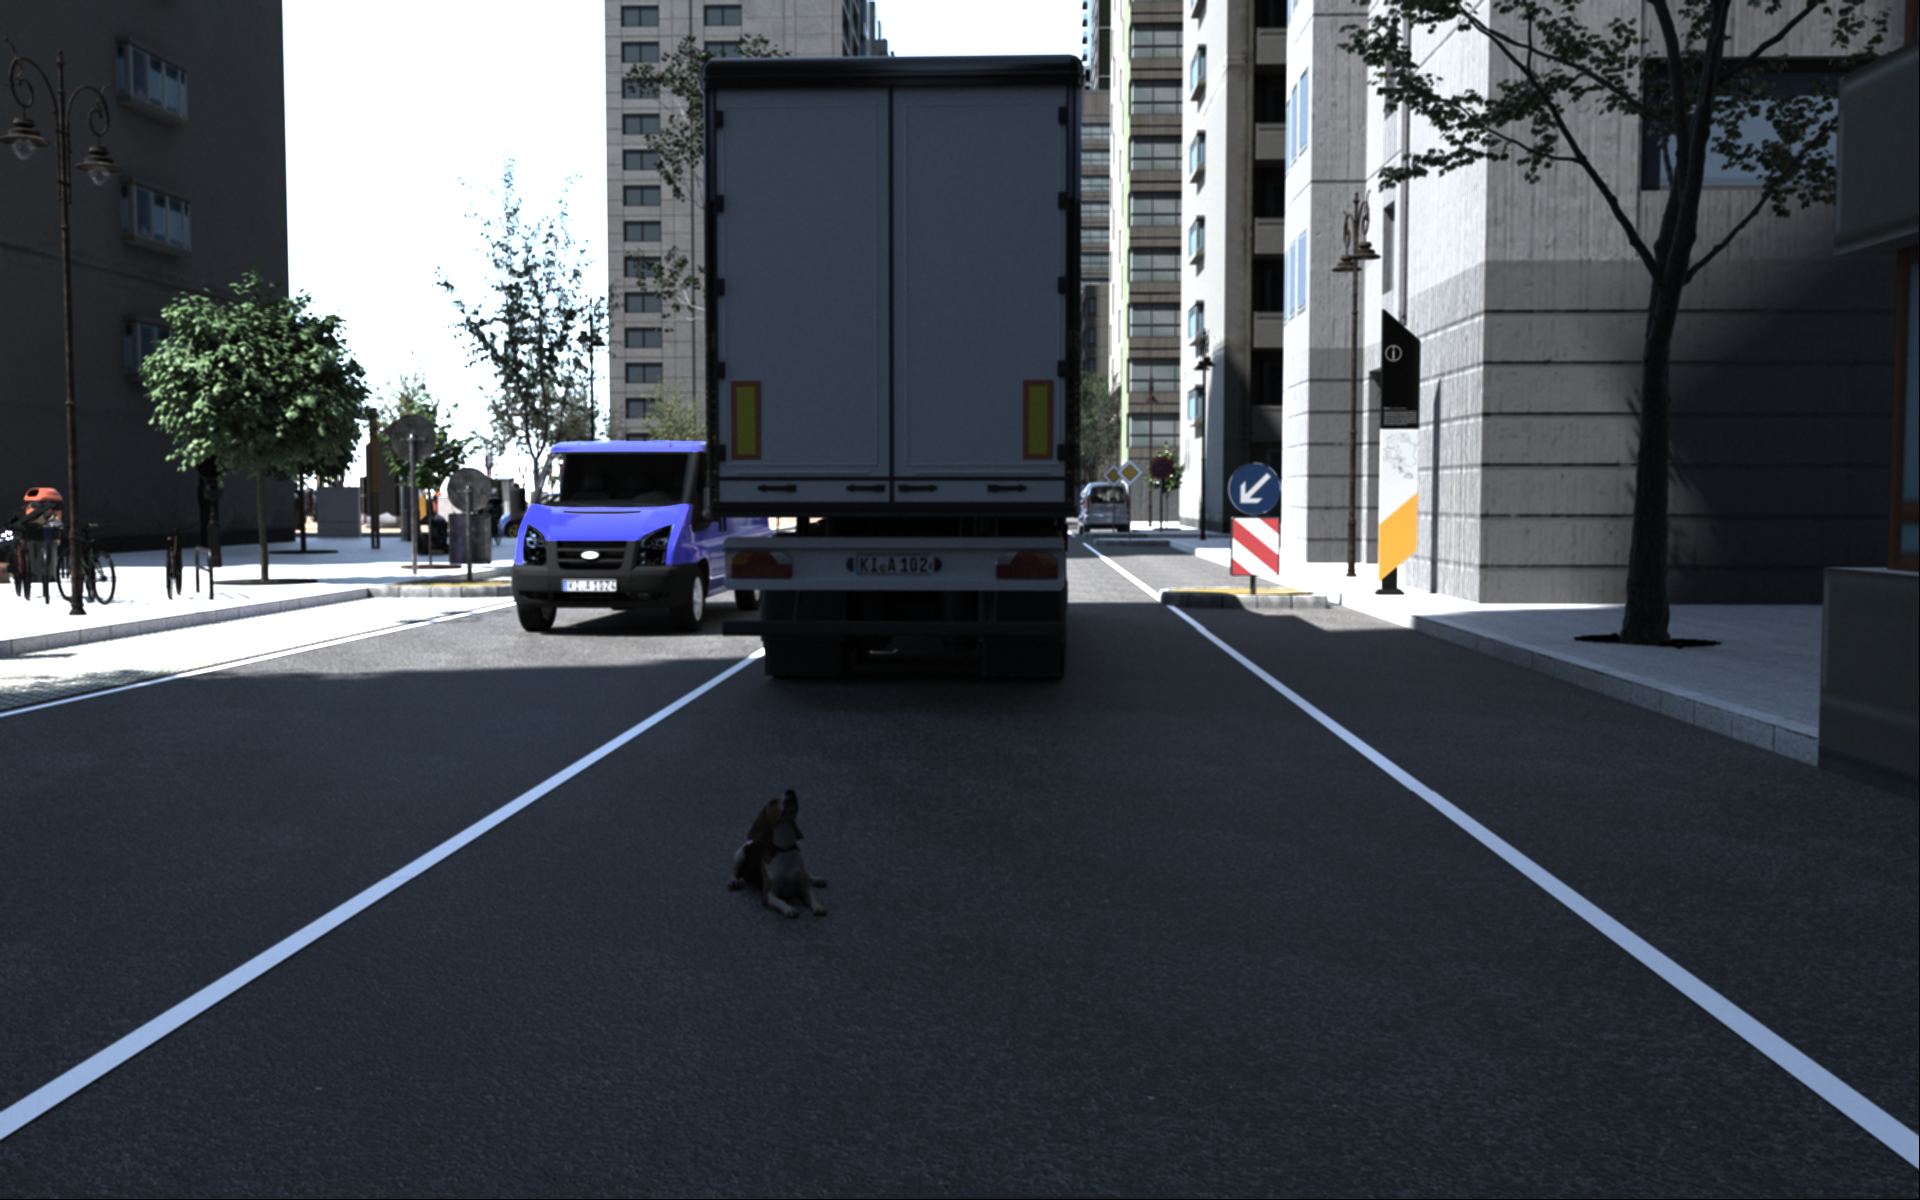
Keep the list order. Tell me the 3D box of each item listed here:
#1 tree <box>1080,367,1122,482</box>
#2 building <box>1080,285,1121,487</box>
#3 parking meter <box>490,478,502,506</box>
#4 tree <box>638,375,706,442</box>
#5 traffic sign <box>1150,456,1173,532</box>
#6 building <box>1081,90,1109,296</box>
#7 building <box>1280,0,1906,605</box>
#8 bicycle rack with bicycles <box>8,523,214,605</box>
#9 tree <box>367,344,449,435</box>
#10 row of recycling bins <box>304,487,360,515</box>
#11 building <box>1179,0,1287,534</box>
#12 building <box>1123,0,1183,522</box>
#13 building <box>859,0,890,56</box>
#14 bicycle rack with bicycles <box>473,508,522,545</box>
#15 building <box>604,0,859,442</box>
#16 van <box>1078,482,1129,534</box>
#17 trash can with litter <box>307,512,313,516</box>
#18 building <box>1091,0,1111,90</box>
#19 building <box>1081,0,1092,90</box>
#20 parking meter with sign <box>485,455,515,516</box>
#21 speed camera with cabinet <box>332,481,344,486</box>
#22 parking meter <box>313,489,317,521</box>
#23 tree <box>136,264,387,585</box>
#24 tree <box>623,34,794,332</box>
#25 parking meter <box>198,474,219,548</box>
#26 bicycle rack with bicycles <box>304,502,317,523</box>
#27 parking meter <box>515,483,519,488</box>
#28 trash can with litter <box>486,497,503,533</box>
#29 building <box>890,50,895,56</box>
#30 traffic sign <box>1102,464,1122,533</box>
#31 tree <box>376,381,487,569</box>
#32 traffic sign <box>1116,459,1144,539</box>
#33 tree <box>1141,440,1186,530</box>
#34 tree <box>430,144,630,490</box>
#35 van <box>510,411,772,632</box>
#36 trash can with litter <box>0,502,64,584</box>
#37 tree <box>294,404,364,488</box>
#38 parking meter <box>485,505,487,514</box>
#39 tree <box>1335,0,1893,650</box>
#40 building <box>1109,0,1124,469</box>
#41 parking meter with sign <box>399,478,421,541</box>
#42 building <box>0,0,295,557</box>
[{"bbox_3d":[8.308,-9.120,99.480,4.360,8.622,3.978,0,3,0],"label":"tree"},{"bbox_3d":[24.605,-19.107,157.439,27.650,21.520,28.899,0,4,2],"label":"building"},{"bbox_3d":[-17.059,-3.547,63.709,0.399,1.863,0.255,0,4,7],"label":"parking meter"},{"bbox_3d":[-17.943,-9.658,108.273,4.737,8.622,4.395,0,3,0],"label":"tree"},{"bbox_3d":[6.826,-3.584,58.710,0.768,2.556,0.104,0,4,8],"label":"traffic sign"},{"bbox_3d":[19.117,-30.268,178.477,14.154,41.232,14.086,0,4,2],"label":"building"},{"bbox_3d":[16.985,-29.971,32.033,21.231,58.520,28.212,0,4,2],"label":"building"},{"bbox_3d":[-10.295,-0.471,21.087,2.852,0.926,2.925,-2,4,-28],"label":"bicycle rack with bicycles"},{"bbox_3d":[-27.026,-8.182,84.131,4.737,8.622,4.395,0,3,0],"label":"tree"},{"bbox_3d":[-37.954,-5.982,104.917,3.534,1.692,1.069,-2,4,-30],"label":"row of recycling bins"},{"bbox_3d":[19.371,-26.996,65.080,21.600,48.544,21.300,0,4,2],"label":"building"},{"bbox_3d":[14.981,-24.575,85.402,14.154,41.232,14.086,0,4,2],"label":"building"},{"bbox_3d":[-17.452,-33.560,168.309,23.786,49.044,30.456,0,4,2],"label":"building"},{"bbox_3d":[-11.319,-1.825,43.220,2.852,0.926,2.925,0,4,5],"label":"bicycle rack with bicycles"},{"bbox_3d":[-16.632,-43.049,142.108,20.563,71.187,20.611,0,4,2],"label":"building"},{"bbox_3d":[5.097,-3.324,61.358,2.013,2.044,4.112,0,4,1],"label":"van"},{"bbox_3d":[-37.132,-5.406,99.773,1.055,1.170,0.624,1,4,8],"label":"trash can with litter"},{"bbox_3d":[23.167,-46.270,194.764,20.563,71.187,20.611,0,4,2],"label":"building"},{"bbox_3d":[25.379,-57.447,251.933,22.319,86.520,31.000,0,4,2],"label":"building"},{"bbox_3d":[-20.376,-4.982,77.709,1.738,3.016,0.543,1,4,15],"label":"parking meter with sign"},{"bbox_3d":[-41.835,-7.575,118.192,2.038,3.252,0.660,1,4,11],"label":"speed camera with cabinet"},{"bbox_3d":[-30.121,-4.450,81.173,0.372,1.533,0.369,0,3,0],"label":"parking meter"},{"bbox_3d":[-10.069,-2.522,24.953,4.285,4.588,4.351,0,3,0],"label":"tree"},{"bbox_3d":[-7.391,-13.081,69.770,12.611,20.169,13.585,0,3,0],"label":"tree"},{"bbox_3d":[-17.476,-2.114,40.273,0.399,1.863,0.255,-3,4,-37],"label":"parking meter"},{"bbox_3d":[-28.939,-3.895,77.063,2.925,0.926,2.852,2,4,34],"label":"bicycle rack with bicycles"},{"bbox_3d":[-22.681,-5.060,88.447,0.255,1.863,0.399,1,4,8],"label":"parking meter"},{"bbox_3d":[-15.488,-2.804,57.227,0.624,1.170,1.055,-2,4,-31],"label":"trash can with litter"},{"bbox_3d":[-15.491,-34.896,194.254,21.300,48.544,21.600,0,4,2],"label":"building"},{"bbox_3d":[5.051,-3.258,56.903,0.795,2.450,0.064,0,4,2],"label":"traffic sign"},{"bbox_3d":[-9.290,-2.159,29.907,1.663,3.219,1.824,0,3,0],"label":"tree"},{"bbox_3d":[4.793,-2.769,48.922,0.795,2.450,0.064,0,4,2],"label":"traffic sign"},{"bbox_3d":[7.327,-4.149,62.442,1.663,3.219,1.824,0,3,0],"label":"tree"},{"bbox_3d":[-8.994,-5.277,36.643,4.360,8.622,3.978,0,3,0],"label":"tree"},{"bbox_3d":[-3.524,-0.945,19.830,2.240,2.365,5.245,0,4,4],"label":"van"},{"bbox_3d":[-13.533,-0.830,24.950,1.055,1.170,0.624,-3,4,-37],"label":"trash can with litter"},{"bbox_3d":[-27.909,-7.367,70.815,4.737,8.622,4.395,0,3,0],"label":"tree"},{"bbox_3d":[-27.684,-5.701,101.622,0.372,1.533,0.369,0,3,0],"label":"parking meter"},{"bbox_3d":[6.015,-5.423,14.427,9.928,11.665,9.643,0,3,0],"label":"tree"},{"bbox_3d":[24.267,-32.274,116.918,28.713,52.752,27.495,0,4,2],"label":"building"},{"bbox_3d":[-15.202,-3.148,47.724,0.543,3.016,1.738,-2,4,-27],"label":"parking meter with sign"},{"bbox_3d":[-28.888,-25.173,35.276,21.600,48.544,21.300,0,4,2],"label":"building"}]
